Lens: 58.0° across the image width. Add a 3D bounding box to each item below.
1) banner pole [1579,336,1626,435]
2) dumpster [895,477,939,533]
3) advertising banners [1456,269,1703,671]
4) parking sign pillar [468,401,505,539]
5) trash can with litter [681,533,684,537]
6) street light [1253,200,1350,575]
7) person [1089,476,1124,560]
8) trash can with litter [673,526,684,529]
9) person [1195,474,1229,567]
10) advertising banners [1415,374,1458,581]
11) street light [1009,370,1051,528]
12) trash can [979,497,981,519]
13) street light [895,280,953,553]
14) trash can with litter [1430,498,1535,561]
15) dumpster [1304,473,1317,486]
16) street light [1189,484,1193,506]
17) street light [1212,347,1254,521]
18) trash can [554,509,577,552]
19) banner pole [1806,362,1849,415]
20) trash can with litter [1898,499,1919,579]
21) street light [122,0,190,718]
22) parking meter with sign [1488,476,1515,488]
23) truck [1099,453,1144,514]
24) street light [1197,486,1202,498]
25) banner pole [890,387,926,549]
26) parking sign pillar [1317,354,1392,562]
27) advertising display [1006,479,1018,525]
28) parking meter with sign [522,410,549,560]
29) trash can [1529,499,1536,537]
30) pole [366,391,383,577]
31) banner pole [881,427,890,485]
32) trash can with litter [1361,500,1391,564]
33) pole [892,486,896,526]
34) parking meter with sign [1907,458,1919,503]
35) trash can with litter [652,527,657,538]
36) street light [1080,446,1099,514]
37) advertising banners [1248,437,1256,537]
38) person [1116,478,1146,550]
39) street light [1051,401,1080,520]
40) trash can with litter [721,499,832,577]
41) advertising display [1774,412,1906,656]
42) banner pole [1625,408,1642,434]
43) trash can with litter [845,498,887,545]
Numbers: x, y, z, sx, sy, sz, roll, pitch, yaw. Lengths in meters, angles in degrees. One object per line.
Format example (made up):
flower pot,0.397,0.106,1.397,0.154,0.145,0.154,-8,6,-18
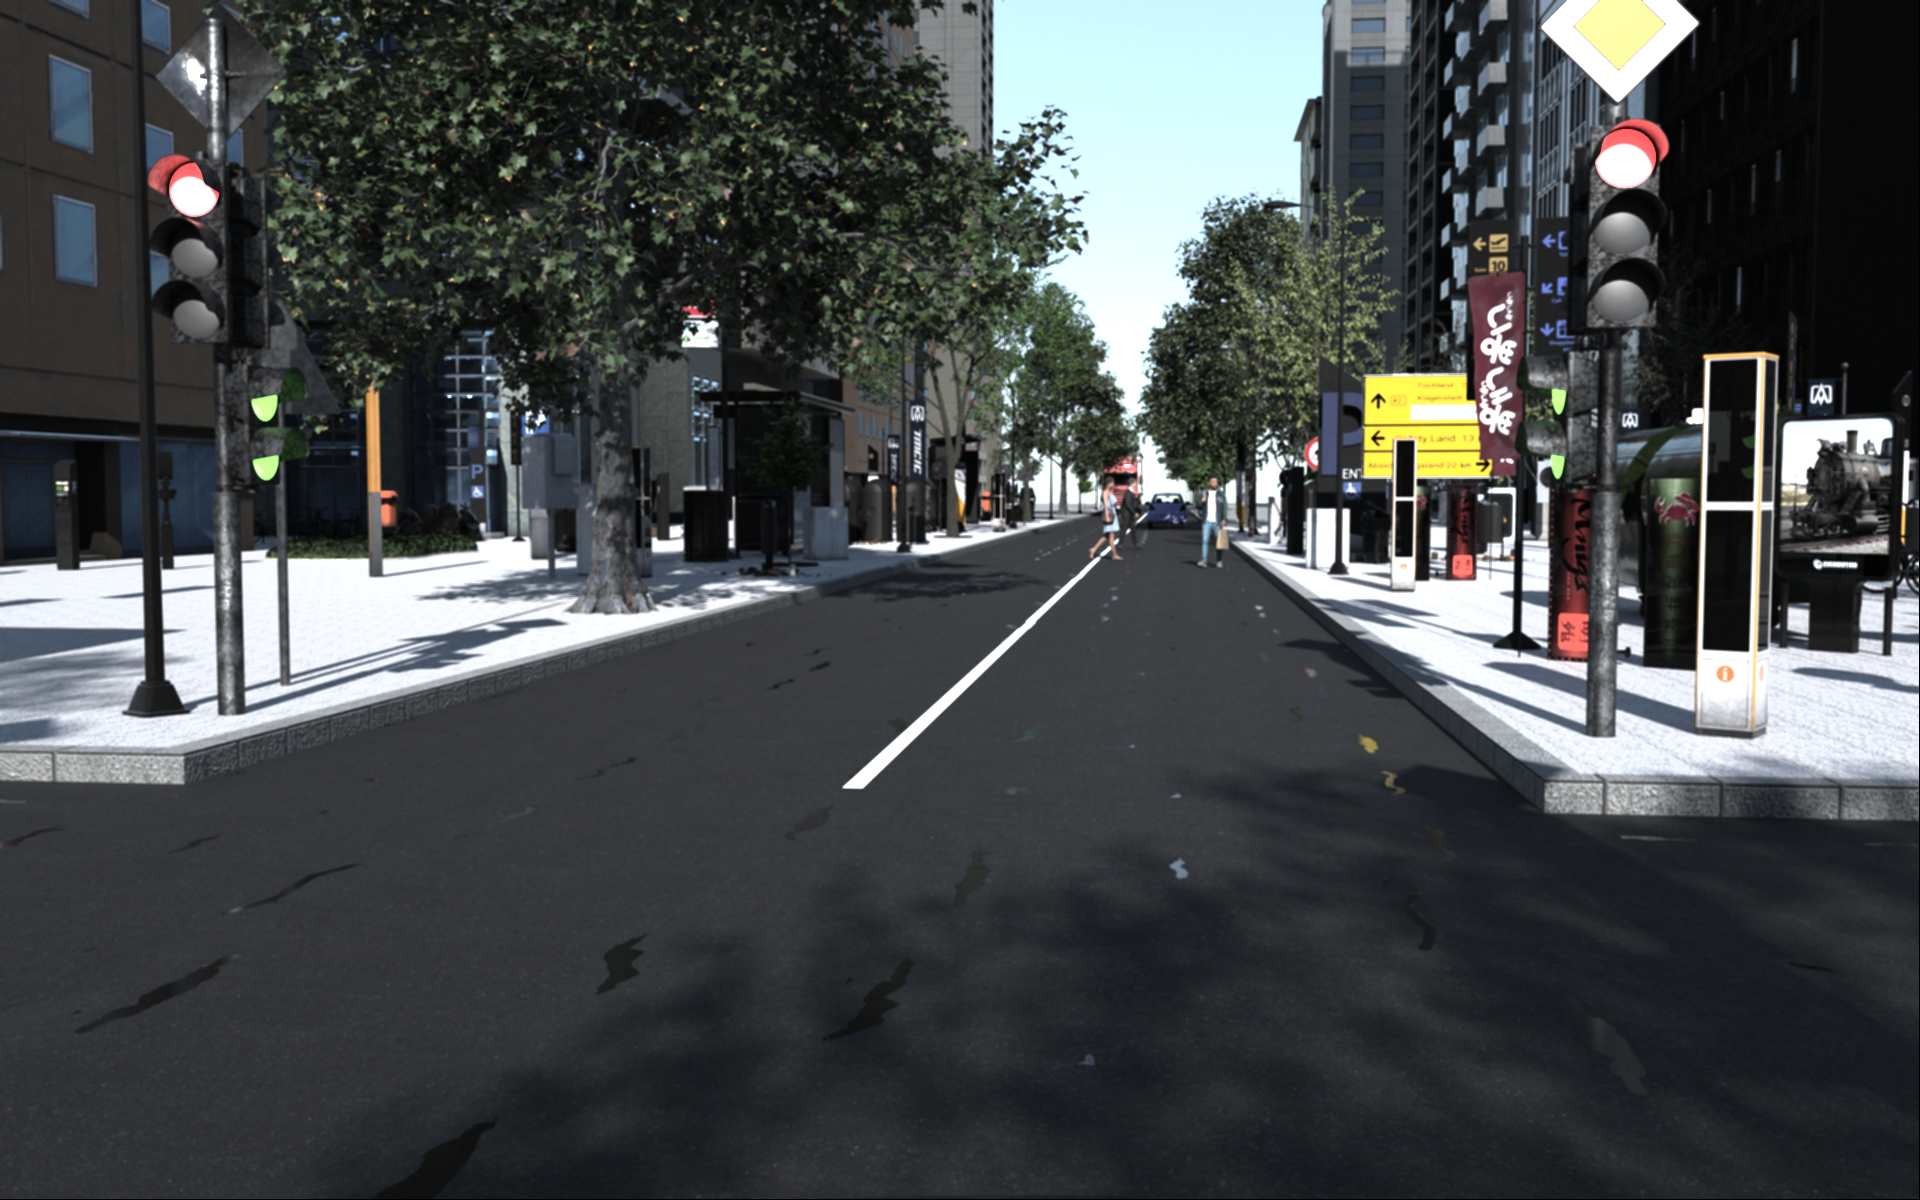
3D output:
banner pole,9.002,-2.128,24.814,0.401,3.779,0.863,-1,4,-20
dumpster,-1.447,-3.175,57.672,1.264,1.857,1.865,0,4,7
advertising banners,4.743,-1.036,13.132,0.090,3.025,2.074,-3,5,-42
parking sign pillar,-13.881,-3.752,49.823,1.447,3.967,1.447,-1,4,-15
trash can with litter,-7.485,-2.357,49.916,1.055,1.170,0.624,-3,5,-42
street light,5.500,-3.362,27.515,1.470,5.913,1.316,0,4,7
person,3.176,-1.772,37.564,0.778,1.811,0.616,1,4,17
trash can with litter,-9.735,-3.227,63.818,1.678,1.210,2.233,0,4,-6
person,4.948,-1.540,33.656,0.794,1.824,0.713,2,4,30
advertising banners,7.419,-1.802,25.649,2.074,3.025,0.090,-1,4,-14
street light,2.529,-5.641,64.768,1.470,5.913,1.316,0,4,7
trash can,0.719,-4.486,85.007,0.748,1.137,0.748,0,3,0
street light,-0.696,-3.981,37.630,1.470,5.913,1.316,0,4,7
trash can with litter,9.887,-1.377,33.569,2.233,1.210,1.678,2,4,29
dumpster,17.085,-4.915,82.855,1.502,2.255,1.985,0,4,7
street light,14.659,-8.047,104.103,1.470,5.913,1.316,0,4,7
street light,8.810,-5.040,54.948,1.470,5.913,1.316,0,4,7
trash can,-8.722,-1.634,38.374,0.748,1.137,0.748,0,3,0
banner pole,16.608,-2.636,33.114,0.863,3.779,0.401,1,4,20
trash can with litter,14.798,-0.976,27.010,1.678,1.210,2.233,0,4,1
street light,-4.154,-2.282,9.854,1.470,5.913,1.316,0,4,7
parking meter with sign,19.830,-4.091,63.142,0.543,3.016,1.738,-1,4,-23
truck,11.315,-8.024,120.100,2.839,4.237,11.283,0,4,8
street light,12.099,-6.738,82.712,1.470,5.913,1.316,0,4,7
banner pole,-1.118,-3.095,40.620,0.863,3.779,0.401,-3,4,-37
parking sign pillar,7.523,-2.737,33.228,1.447,3.967,1.447,1,4,12
advertising display,1.937,-4.108,72.385,0.974,1.923,0.123,-1,4,-14
parking meter with sign,-8.425,-2.346,34.626,0.543,3.016,1.738,-1,4,-17
trash can,17.514,-2.478,52.171,0.748,1.137,0.748,0,3,0
pole,-9.035,-2.009,26.697,0.158,3.312,0.155,0,3,0
banner pole,-2.618,-4.546,64.338,0.863,3.779,0.401,0,4,4
trash can with litter,7.927,-1.259,31.968,1.055,1.170,0.624,1,4,14
pole,-2.681,-4.675,70.287,0.158,3.312,0.155,0,3,0
parking meter with sign,20.190,-2.494,37.031,1.738,3.016,0.543,0,4,8
trash can with litter,-9.373,-2.433,51.166,1.055,1.170,0.624,-3,4,-36
street light,8.450,-8.654,114.030,1.470,5.913,1.316,0,4,7
advertising banners,8.911,-3.456,52.696,0.090,3.025,2.074,1,4,15
person,4.383,-2.203,44.295,0.755,1.850,0.659,0,4,7
street light,5.098,-6.968,86.474,1.470,5.913,1.316,0,4,7
trash can with litter,-2.996,-1.022,27.771,1.678,1.210,2.233,-1,4,-12
advertising display,7.113,-0.540,14.049,0.123,1.923,0.974,-3,4,-36
banner pole,17.021,-3.331,44.482,0.863,3.779,0.401,0,4,8
trash can with litter,-2.665,-2.032,44.281,2.233,1.210,1.678,-3,4,-37
